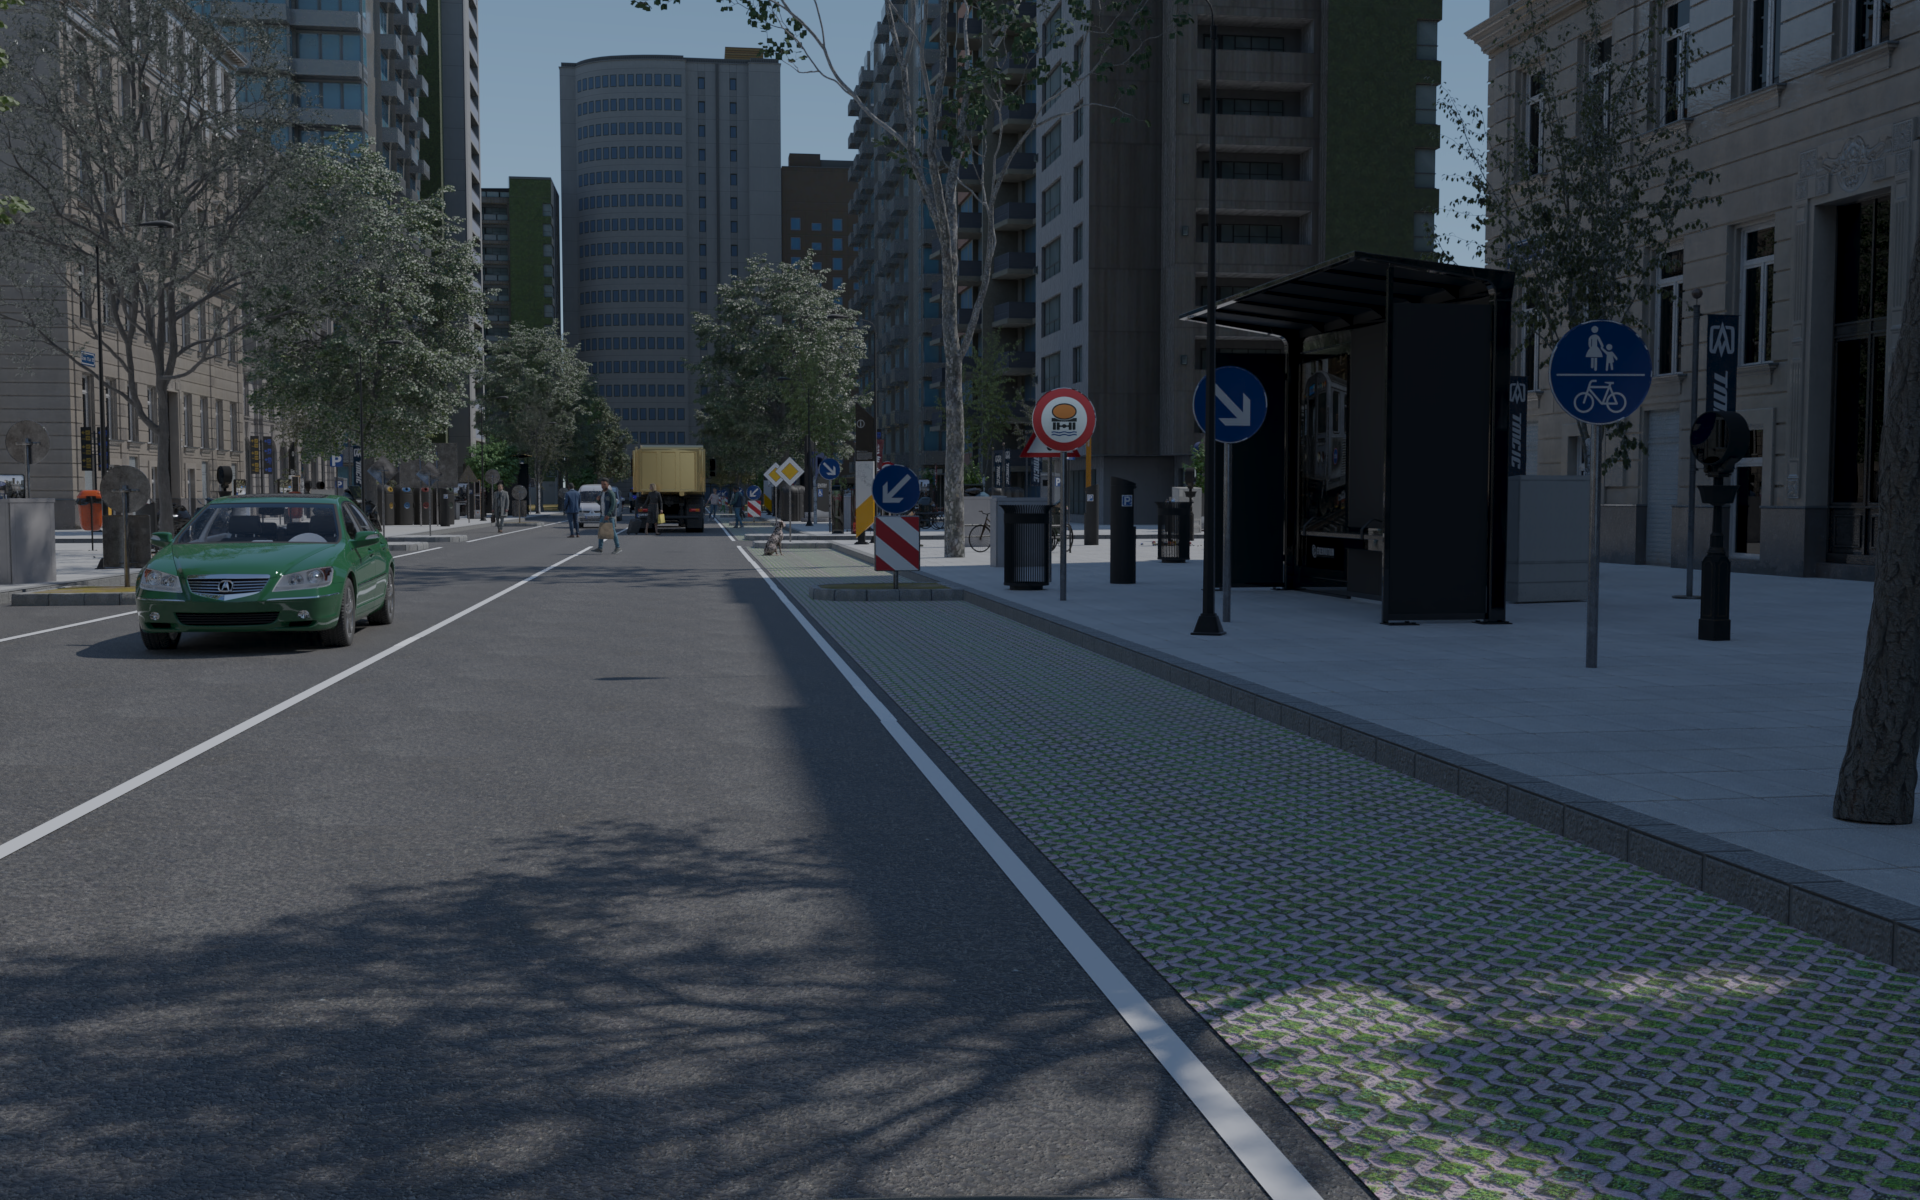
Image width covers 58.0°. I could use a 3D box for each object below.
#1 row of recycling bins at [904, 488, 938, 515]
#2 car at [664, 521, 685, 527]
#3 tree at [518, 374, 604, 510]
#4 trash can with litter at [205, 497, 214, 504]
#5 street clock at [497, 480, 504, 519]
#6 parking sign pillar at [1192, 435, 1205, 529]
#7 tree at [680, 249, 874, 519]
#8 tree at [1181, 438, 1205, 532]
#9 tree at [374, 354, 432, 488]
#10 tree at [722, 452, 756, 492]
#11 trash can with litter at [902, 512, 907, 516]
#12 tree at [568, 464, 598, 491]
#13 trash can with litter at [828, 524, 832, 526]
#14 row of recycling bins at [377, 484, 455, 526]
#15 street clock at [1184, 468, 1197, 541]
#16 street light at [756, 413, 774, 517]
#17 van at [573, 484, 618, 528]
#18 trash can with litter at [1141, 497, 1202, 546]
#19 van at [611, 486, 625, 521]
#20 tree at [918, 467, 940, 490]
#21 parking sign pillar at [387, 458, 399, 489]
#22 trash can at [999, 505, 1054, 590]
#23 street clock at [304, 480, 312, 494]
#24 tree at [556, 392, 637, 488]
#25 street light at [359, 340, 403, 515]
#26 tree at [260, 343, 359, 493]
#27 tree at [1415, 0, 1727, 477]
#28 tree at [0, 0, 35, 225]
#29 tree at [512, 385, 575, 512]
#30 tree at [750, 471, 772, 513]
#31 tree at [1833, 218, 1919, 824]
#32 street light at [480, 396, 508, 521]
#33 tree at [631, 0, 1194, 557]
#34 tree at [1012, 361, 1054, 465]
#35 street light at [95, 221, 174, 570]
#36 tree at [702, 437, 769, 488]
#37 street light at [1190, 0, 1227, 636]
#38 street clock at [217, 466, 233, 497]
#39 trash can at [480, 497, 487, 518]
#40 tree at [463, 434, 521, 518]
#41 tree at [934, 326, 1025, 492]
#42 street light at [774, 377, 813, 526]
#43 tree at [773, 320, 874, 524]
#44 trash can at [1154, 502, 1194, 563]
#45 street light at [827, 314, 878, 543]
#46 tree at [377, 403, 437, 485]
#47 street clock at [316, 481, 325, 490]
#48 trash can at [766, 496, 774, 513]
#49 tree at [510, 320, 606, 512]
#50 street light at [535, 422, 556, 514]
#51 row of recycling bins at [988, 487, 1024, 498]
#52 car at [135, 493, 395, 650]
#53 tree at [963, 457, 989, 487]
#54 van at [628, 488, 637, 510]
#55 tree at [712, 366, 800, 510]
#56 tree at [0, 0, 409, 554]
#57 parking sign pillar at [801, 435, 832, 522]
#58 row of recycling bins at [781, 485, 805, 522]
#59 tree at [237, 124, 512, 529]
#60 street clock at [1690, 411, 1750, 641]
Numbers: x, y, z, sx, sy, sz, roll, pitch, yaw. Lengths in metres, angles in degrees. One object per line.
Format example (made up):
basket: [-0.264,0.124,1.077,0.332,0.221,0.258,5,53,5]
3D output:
row of recycling bins: [-2.925,-6.062,106.231,3.534,1.692,1.069,-2,4,-33]
car: [-12.970,-3.885,75.877,2.083,1.381,4.827,-1,4,-11]
tree: [-32.966,-13.283,142.937,9.928,11.665,9.643,0,3,0]
trash can with litter: [-24.299,-2.789,56.980,1.055,1.170,0.624,0,4,2]
street clock: [-23.944,-5.245,90.324,0.358,2.002,0.471,0,4,-1]
parking sign pillar: [9.016,-4.616,63.946,1.447,3.967,1.447,2,4,33]
tree: [-9.220,-11.175,89.364,9.857,13.997,8.962,0,3,0]
tree: [8.445,-3.983,59.725,1.663,3.219,1.824,0,3,0]
tree: [-30.538,-8.532,89.866,4.360,8.622,3.978,0,3,0]
tree: [-22.422,-13.850,176.812,4.360,8.622,3.978,0,3,0]
trash can with litter: [-3.219,-5.020,93.140,1.678,1.210,2.233,1,4,23]
tree: [-36.964,-11.386,169.881,4.285,4.588,4.351,0,3,0]
trash can with litter: [-4.704,-3.684,71.295,1.678,1.210,2.233,3,5,42]
row of recycling bins: [-22.596,-3.936,71.464,1.069,1.692,3.534,3,5,45]
street clock: [6.302,-2.617,47.366,0.358,2.002,0.471,1,4,20]
street light: [-11.095,-7.700,98.443,1.470,5.913,1.316,-1,4,-9]
van: [-15.589,-4.094,73.946,2.013,2.044,4.112,-1,4,-8]
trash can with litter: [5.376,-1.982,43.465,1.678,1.210,2.233,0,4,7]
van: [-18.969,-5.245,92.767,2.013,2.044,4.112,-1,4,-10]
tree: [-2.015,-7.261,113.315,1.663,3.219,1.824,0,3,0]
parking sign pillar: [-30.898,-6.496,94.683,1.447,3.967,1.447,-3,5,-40]
trash can: [0.891,-0.708,23.231,0.748,1.137,0.748,0,3,0]
street clock: [-34.189,-5.279,90.886,0.358,2.002,0.471,0,4,-2]
tree: [-41.059,-17.013,195.171,9.611,12.733,9.660,0,3,0]
street light: [-17.514,-4.881,52.354,1.470,5.913,1.316,-1,4,-9]
tree: [-31.146,-8.055,82.066,4.360,8.622,3.978,0,3,0]
tree: [8.651,-4.512,24.133,4.360,8.622,3.978,0,3,0]
tree: [-13.197,-5.987,16.019,7.486,12.596,7.792,0,3,0]
tree: [-28.395,-10.225,117.547,4.360,8.622,3.978,0,3,0]
tree: [-13.671,-7.593,118.753,1.663,3.219,1.824,0,3,0]
tree: [3.864,-4.396,6.285,7.601,10.594,8.767,3,4,36]
street light: [-22.148,-6.714,82.308,1.470,5.913,1.316,-1,4,-9]
tree: [-1.205,-10.862,33.483,12.611,20.169,13.585,0,3,0]
tree: [5.034,-8.779,93.905,4.360,8.622,3.978,0,3,0]
street light: [-14.052,-3.484,29.512,1.470,5.913,1.316,-1,4,-9]
tree: [-26.254,-17.505,203.211,9.611,12.733,9.660,0,3,0]
street light: [1.735,-2.632,15.574,1.470,5.913,1.316,-1,4,-9]
street clock: [-18.878,-2.443,44.507,0.471,2.002,0.358,3,5,44]
trash can: [-24.921,-4.786,89.909,0.748,1.137,0.748,0,3,0]
tree: [-25.504,-6.786,94.671,4.285,4.588,4.351,0,3,0]
tree: [0.959,-7.701,76.277,4.737,8.622,4.395,0,3,0]
street light: [-6.563,-5.902,69.046,1.470,5.913,1.316,-1,4,-9]
tree: [-5.991,-7.545,73.719,4.737,8.622,4.395,0,3,0]
trash can: [3.992,-1.265,32.334,0.748,1.137,0.748,0,3,0]
street light: [-2.742,-4.431,44.980,1.470,5.913,1.316,-1,4,-9]
tree: [-31.766,-9.070,98.655,4.737,8.622,4.395,0,3,0]
street clock: [-36.058,-5.697,97.723,0.358,2.002,0.471,1,4,18]
trash can: [-12.516,-6.294,114.554,0.748,1.137,0.748,0,3,0]
tree: [-30.497,-13.338,124.726,9.857,13.997,8.962,0,3,0]
street light: [-26.728,-8.514,111.751,1.470,5.913,1.316,-1,4,-9]
row of recycling bins: [2.661,-5.567,98.128,1.069,1.692,3.534,2,4,29]
car: [-6.907,-0.354,17.585,2.131,1.459,4.920,-1,4,-11]
tree: [0.592,-5.853,90.300,1.663,3.219,1.824,0,3,0]
van: [-28.251,-9.129,153.638,2.240,2.365,5.245,-1,4,-9]
tree: [-15.882,-13.030,138.787,9.928,11.665,9.643,0,3,0]
tree: [-17.227,-7.739,36.903,12.009,13.543,11.850,0,3,0]
parking sign pillar: [-6.590,-5.573,79.595,1.447,3.967,1.447,2,4,32]
row of recycling bins: [-7.824,-4.605,82.407,1.069,1.692,3.534,0,4,4]
tree: [-20.636,-9.398,60.311,9.857,13.997,8.962,0,3,0]
street clock: [6.624,-0.647,15.152,0.358,2.002,0.471,-1,4,-20]
